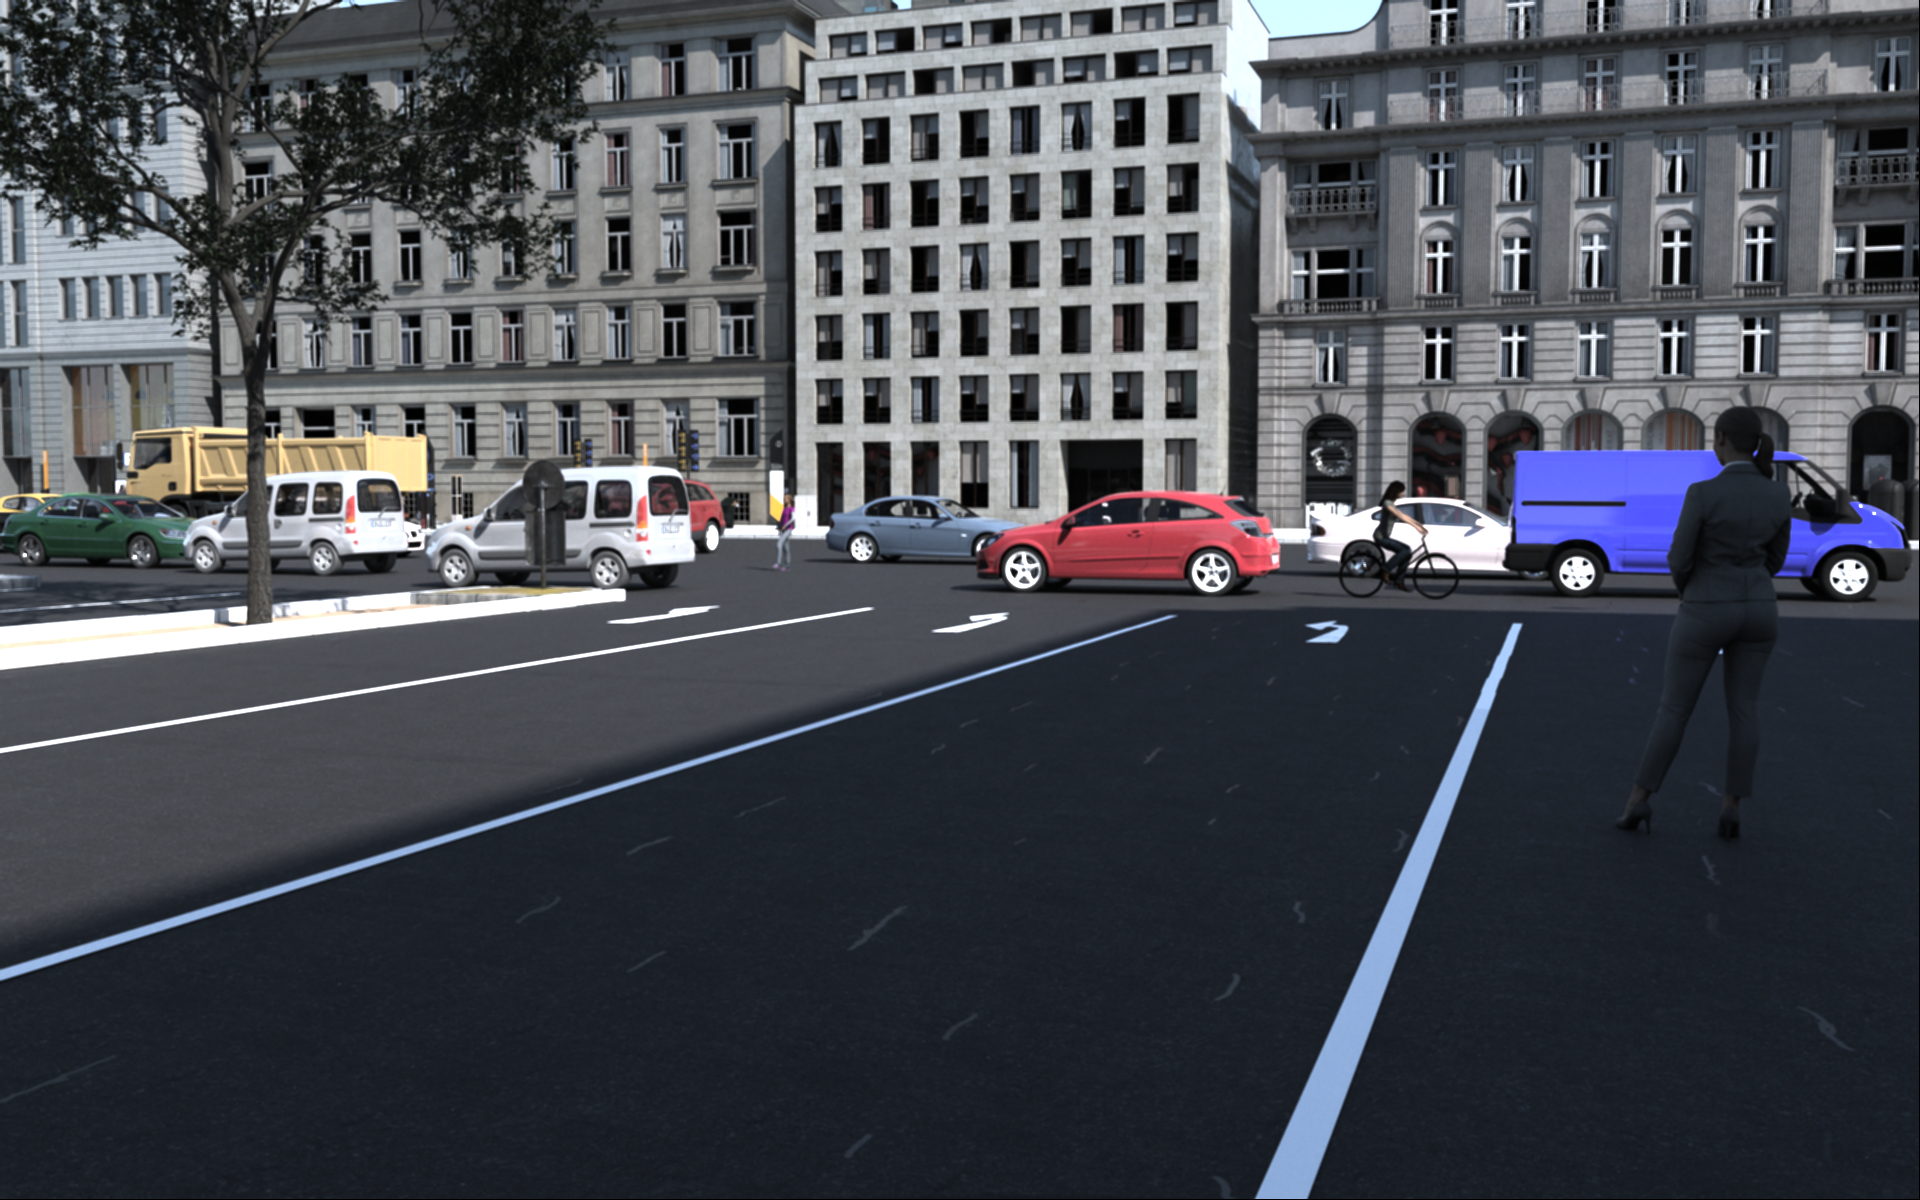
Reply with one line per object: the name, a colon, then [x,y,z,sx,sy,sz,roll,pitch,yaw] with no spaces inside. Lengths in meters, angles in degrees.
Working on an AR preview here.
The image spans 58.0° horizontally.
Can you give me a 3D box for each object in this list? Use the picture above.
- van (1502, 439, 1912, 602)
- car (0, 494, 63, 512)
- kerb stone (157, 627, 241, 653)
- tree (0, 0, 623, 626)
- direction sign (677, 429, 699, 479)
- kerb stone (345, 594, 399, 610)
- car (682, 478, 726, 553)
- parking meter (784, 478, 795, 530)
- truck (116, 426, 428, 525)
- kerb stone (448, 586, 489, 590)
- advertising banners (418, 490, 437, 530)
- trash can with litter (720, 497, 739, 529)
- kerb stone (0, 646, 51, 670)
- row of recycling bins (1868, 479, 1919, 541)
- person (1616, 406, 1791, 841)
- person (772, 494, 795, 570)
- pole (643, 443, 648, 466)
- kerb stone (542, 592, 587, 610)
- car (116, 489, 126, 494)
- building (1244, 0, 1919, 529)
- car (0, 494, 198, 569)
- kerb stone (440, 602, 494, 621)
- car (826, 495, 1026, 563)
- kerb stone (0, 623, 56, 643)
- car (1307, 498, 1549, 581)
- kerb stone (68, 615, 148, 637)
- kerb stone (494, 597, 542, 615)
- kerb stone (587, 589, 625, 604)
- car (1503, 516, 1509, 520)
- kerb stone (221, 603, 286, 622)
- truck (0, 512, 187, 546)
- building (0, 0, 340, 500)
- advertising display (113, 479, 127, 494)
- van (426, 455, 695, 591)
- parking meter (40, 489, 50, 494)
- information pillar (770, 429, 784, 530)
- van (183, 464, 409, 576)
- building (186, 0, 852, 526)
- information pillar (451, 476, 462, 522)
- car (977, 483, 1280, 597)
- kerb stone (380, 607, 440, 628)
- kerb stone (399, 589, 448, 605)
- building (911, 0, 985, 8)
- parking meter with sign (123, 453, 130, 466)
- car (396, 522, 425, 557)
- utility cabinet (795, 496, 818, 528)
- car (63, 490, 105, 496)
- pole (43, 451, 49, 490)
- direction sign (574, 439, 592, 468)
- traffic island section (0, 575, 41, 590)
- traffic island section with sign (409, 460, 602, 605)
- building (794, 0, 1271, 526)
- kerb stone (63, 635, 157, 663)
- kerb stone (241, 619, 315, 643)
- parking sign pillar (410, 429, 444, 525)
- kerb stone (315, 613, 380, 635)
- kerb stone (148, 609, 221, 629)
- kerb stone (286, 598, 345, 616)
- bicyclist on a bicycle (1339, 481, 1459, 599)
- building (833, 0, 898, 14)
van: [10.350,-1.214,24.231,5.245,2.365,2.240,1,4,17]
car: [-28.370,-2.682,54.081,3.980,1.641,2.015,1,4,20]
kerb stone: [-7.131,0.374,16.120,0.120,0.150,1.000,1,4,19]
tree: [-7.163,-4.965,18.050,8.767,10.594,7.601,1,4,19]
direction sign: [-9.570,-4.223,61.036,0.876,3.537,0.379,-3,5,-44]
kerb stone: [-7.415,0.034,21.632,0.120,0.150,1.000,1,4,19]
car: [-7.422,-1.963,40.768,2.281,1.827,5.304,1,4,19]
parking meter: [-6.176,-3.467,62.402,0.399,1.863,0.255,2,4,35]
truck: [-20.187,-3.315,50.120,9.791,3.379,3.469,1,4,20]
kerb stone: [-6.732,-0.084,23.572,0.120,0.150,1.000,1,4,19]
advertising banners: [-19.513,-4.086,62.996,0.090,3.025,2.074,-3,5,-40]
trash can with litter: [-8.695,-3.232,64.224,0.624,1.170,1.055,1,4,23]
kerb stone: [-7.822,0.491,14.174,0.120,0.150,1.000,1,4,19]
row of recycling bins: [26.829,-2.512,48.192,3.534,1.692,1.069,-1,4,-20]
person: [3.125,0.092,7.270,0.520,1.790,0.573,-1,4,-22]
person: [-3.358,-1.261,32.353,0.776,1.435,0.726,-3,4,-38]
pole: [-12.665,-4.645,69.791,0.158,3.312,0.155,0,3,0]
kerb stone: [-5.074,0.018,21.943,0.120,0.150,1.000,1,4,19]
car: [-26.303,-2.931,56.600,5.304,1.827,2.281,1,4,19]
building: [23.758,-13.643,64.864,24.055,21.916,13.314,1,4,19]
car: [-16.764,-1.389,34.516,4.920,1.459,2.131,1,4,20]
kerb stone: [-5.756,0.134,20.005,0.120,0.150,1.000,1,4,19]
car: [-0.553,-1.474,36.106,4.499,1.417,2.014,1,4,20]
kerb stone: [-9.121,0.332,16.777,0.120,0.150,1.000,1,4,19]
car: [8.452,-1.075,29.946,4.827,1.381,2.083,1,4,21]
kerb stone: [-8.782,0.274,17.747,0.120,0.150,1.000,1,4,19]
kerb stone: [-5.422,0.078,20.977,0.120,0.150,1.000,1,4,19]
kerb stone: [-4.740,-0.040,22.915,0.120,0.150,1.000,1,4,19]
car: [14.107,-1.857,40.141,4.222,1.686,2.009,1,4,20]
kerb stone: [-8.096,0.156,19.692,0.120,0.150,1.000,1,4,19]
truck: [-28.407,-3.357,44.639,18.799,4.110,2.967,1,4,18]
building: [-47.209,-19.006,88.243,29.804,29.767,11.434,1,4,19]
advertising display: [-36.678,-4.315,75.770,0.123,1.923,0.974,1,4,10]
van: [-6.165,-1.192,26.505,4.112,2.044,2.013,1,4,20]
parking meter: [-40.687,-4.197,77.030,0.372,1.533,0.369,0,3,0]
information pillar: [-6.520,-4.308,61.793,0.504,3.616,0.183,0,4,3]
van: [-12.122,-1.495,31.457,4.112,2.044,2.013,1,4,21]
building: [-17.960,-15.146,80.929,30.059,22.955,16.112,1,4,19]
information pillar: [-20.010,-3.937,68.866,0.304,2.012,0.304,2,4,24]
car: [2.424,-1.003,25.443,4.494,1.783,2.155,1,4,19]
kerb stone: [-6.101,0.199,19.030,0.120,0.150,1.000,1,4,19]
kerb stone: [-7.071,-0.025,22.603,0.120,0.150,1.000,1,4,19]
building: [8.589,-44.319,162.862,20.611,71.187,20.563,1,4,19]
parking meter with sign: [-35.153,-4.744,73.820,0.543,3.016,1.738,-1,4,-14]
car: [-14.503,-1.659,39.490,4.827,1.381,2.083,1,4,20]
utility cabinet: [-5.872,-3.300,65.112,1.020,1.237,0.306,0,4,-5]
car: [-30.850,-3.167,60.569,4.718,1.807,1.959,1,4,18]
pole: [-42.884,-5.349,81.306,0.158,3.312,0.155,0,3,0]
direction sign: [-15.437,-4.830,70.967,0.379,3.537,0.876,3,5,42]
traffic island section: [-15.363,-0.226,25.979,2.009,0.180,2.903,1,4,19]
traffic island section with sign: [-5.835,-0.902,22.886,2.006,1.907,1.989,1,4,19]
building: [3.191,-13.173,70.131,16.860,20.320,10.420,1,4,19]
kerb stone: [-7.474,0.432,15.140,0.120,0.150,1.000,1,4,19]
kerb stone: [-6.786,0.312,17.087,0.120,0.150,1.000,1,4,19]
parking sign pillar: [-22.153,-5.091,71.714,1.447,3.967,1.447,-2,4,-34]
kerb stone: [-6.447,0.253,18.059,0.120,0.150,1.000,1,4,19]
kerb stone: [-8.437,0.217,18.723,0.120,0.150,1.000,1,4,19]
kerb stone: [-7.753,0.094,20.659,0.120,0.150,1.000,1,4,19]
bicyclist on a bicycle: [6.015,-0.837,23.713,1.625,1.676,1.499,1,4,20]
building: [-16.053,-33.689,170.418,30.456,49.044,23.786,1,4,19]
